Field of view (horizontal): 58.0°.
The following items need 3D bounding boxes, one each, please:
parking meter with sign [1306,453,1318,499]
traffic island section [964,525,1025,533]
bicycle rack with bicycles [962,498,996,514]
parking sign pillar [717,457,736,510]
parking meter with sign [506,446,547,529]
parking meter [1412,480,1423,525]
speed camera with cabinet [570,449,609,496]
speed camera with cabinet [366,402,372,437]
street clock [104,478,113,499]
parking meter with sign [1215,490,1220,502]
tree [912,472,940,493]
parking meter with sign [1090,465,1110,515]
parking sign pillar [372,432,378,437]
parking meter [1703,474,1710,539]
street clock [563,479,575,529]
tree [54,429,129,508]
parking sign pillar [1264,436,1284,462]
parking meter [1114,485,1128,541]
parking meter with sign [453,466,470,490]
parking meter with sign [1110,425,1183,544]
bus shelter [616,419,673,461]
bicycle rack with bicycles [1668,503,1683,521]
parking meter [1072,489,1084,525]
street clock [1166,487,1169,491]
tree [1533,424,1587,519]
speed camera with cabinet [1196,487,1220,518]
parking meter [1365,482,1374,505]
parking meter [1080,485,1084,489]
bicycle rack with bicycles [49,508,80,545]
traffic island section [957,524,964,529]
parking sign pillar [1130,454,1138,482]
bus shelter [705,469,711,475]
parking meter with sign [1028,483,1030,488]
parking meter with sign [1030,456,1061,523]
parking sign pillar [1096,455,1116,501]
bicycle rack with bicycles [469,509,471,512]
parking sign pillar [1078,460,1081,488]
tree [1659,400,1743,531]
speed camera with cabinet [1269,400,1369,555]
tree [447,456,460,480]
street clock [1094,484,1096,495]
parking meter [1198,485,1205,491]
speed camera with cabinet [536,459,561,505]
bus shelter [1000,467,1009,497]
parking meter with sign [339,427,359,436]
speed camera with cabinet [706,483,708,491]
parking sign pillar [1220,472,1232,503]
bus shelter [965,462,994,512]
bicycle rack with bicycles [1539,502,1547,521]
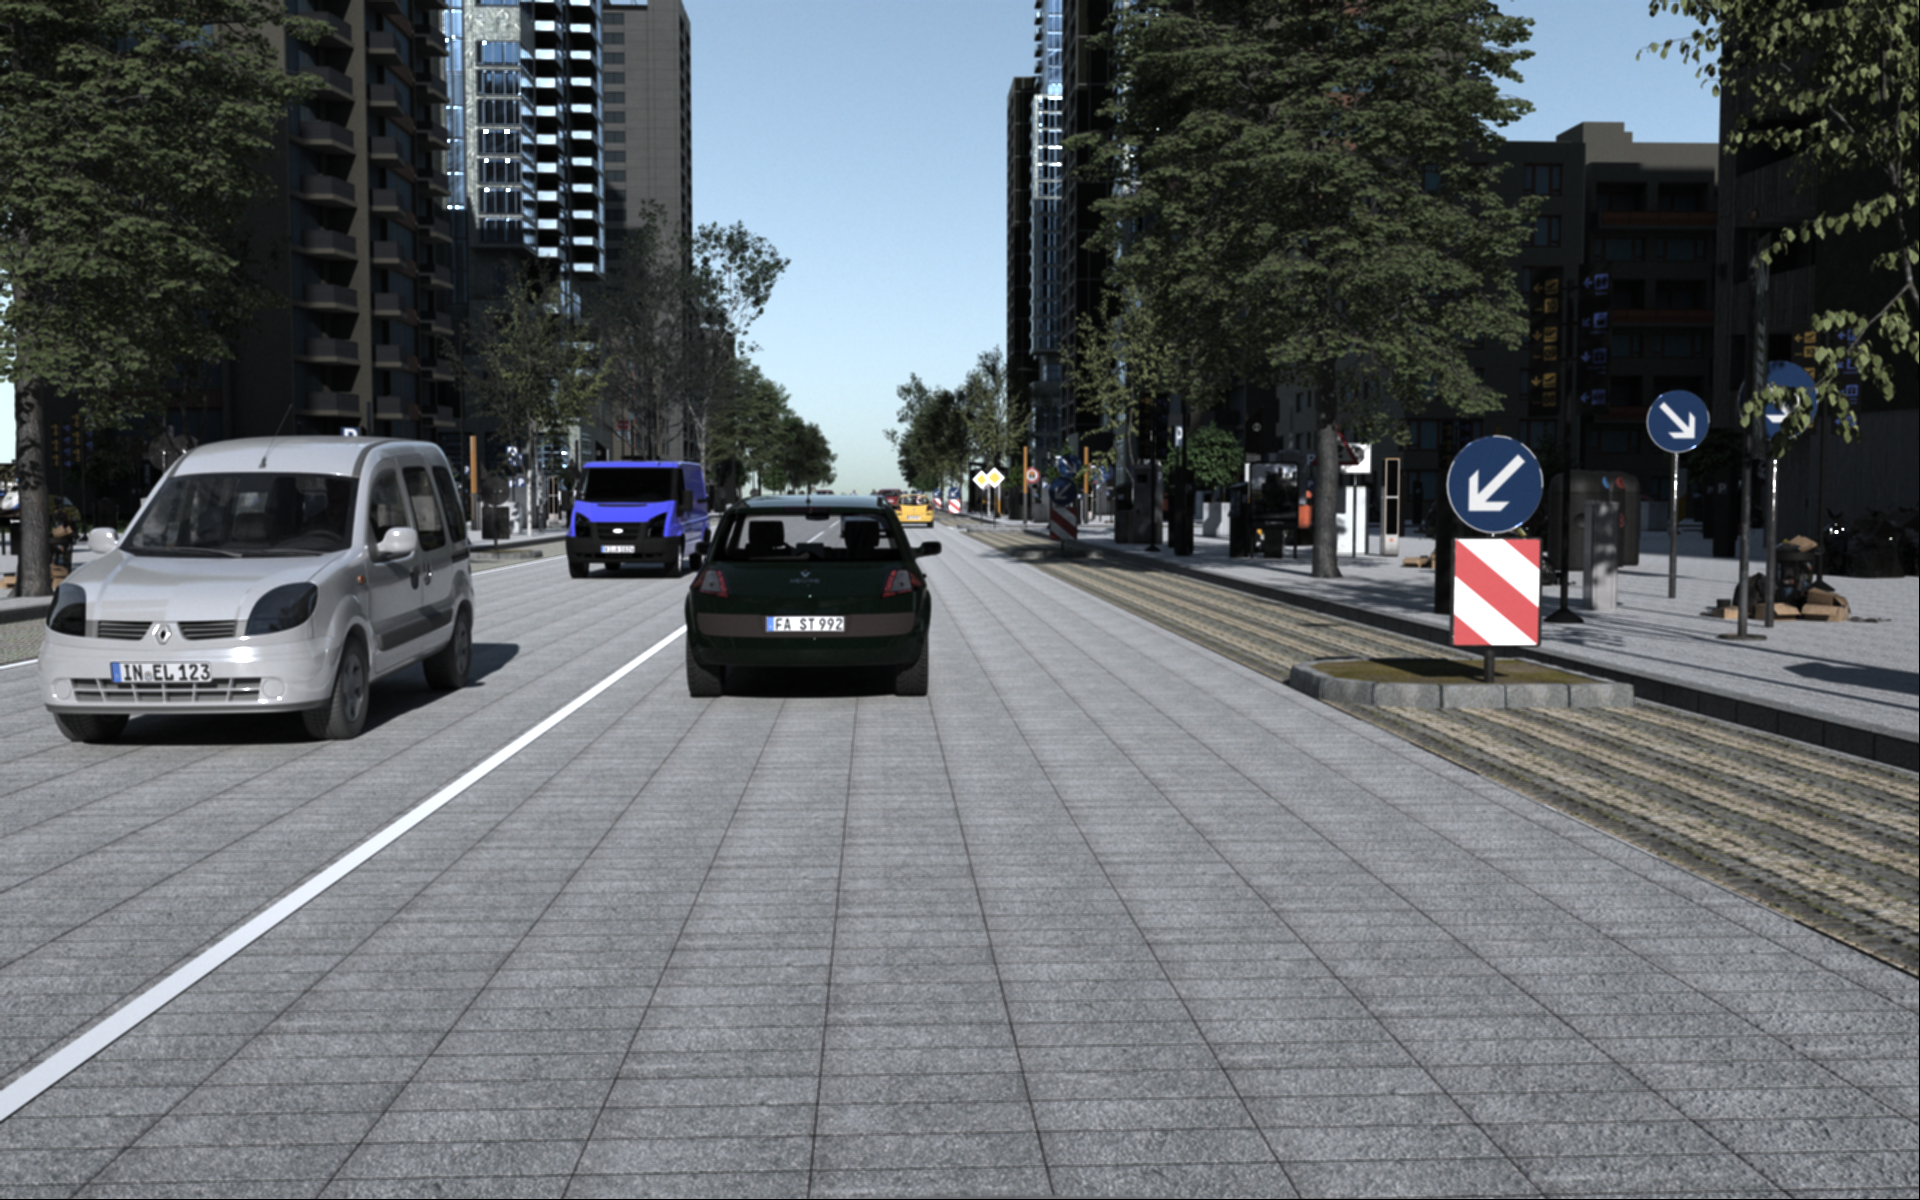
[{"bbox_3d":[14.792,-4.704,73.173,0.543,3.016,1.738,1,4,14],"label":"parking meter with sign"},{"bbox_3d":[1.307,-2.588,64.593,2.009,0.180,2.903,0,4,-3],"label":"traffic island section"},{"bbox_3d":[1.939,-6.095,113.039,2.925,0.926,2.852,1,4,12],"label":"bicycle rack with bicycles"},{"bbox_3d":[-16.652,-8.264,123.581,1.447,3.967,1.447,0,4,0],"label":"parking sign pillar"},{"bbox_3d":[-15.909,-4.126,63.722,0.543,3.016,1.738,1,4,23],"label":"parking meter with sign"},{"bbox_3d":[19.285,-4.115,72.998,0.399,1.863,0.255,0,4,0],"label":"parking meter"},{"bbox_3d":[-16.107,-5.008,76.216,2.038,3.252,0.660,-2,4,-28],"label":"speed camera with cabinet"},{"bbox_3d":[-12.846,-2.583,36.569,0.660,3.252,2.038,2,4,28],"label":"speed camera with cabinet"},{"bbox_3d":[-38.026,-4.454,77.386,0.358,2.002,0.471,0,4,-4],"label":"street clock"},{"bbox_3d":[14.731,-6.227,98.077,0.543,3.016,1.738,1,4,16],"label":"parking meter with sign"},{"bbox_3d":[-4.224,-16.165,248.013,4.285,4.588,4.351,0,3,0],"label":"tree"},{"bbox_3d":[8.541,-6.617,104.455,0.543,3.016,1.738,3,5,39],"label":"parking meter with sign"},{"bbox_3d":[-25.163,-5.343,75.831,1.447,3.967,1.447,1,4,18],"label":"parking sign pillar"},{"bbox_3d":[21.642,-2.699,49.835,0.399,1.863,0.255,3,5,43],"label":"parking meter"},{"bbox_3d":[-14.501,-3.654,64.315,0.358,2.002,0.471,1,4,19],"label":"street clock"},{"bbox_3d":[-41.293,-6.028,82.272,4.285,4.588,4.351,0,3,0],"label":"tree"},{"bbox_3d":[14.409,-5.576,79.632,1.447,3.967,1.447,2,4,33],"label":"parking sign pillar"},{"bbox_3d":[4.396,-2.371,47.172,0.372,1.533,0.369,0,3,0],"label":"parking meter"},{"bbox_3d":[-31.219,-6.800,107.434,1.738,3.016,0.543,2,4,30],"label":"parking meter with sign"},{"bbox_3d":[4.841,-2.954,44.564,1.738,3.016,0.543,2,4,33],"label":"parking meter with sign"},{"bbox_3d":[-17.528,-7.238,95.965,2.179,5.291,8.768,0,4,-3],"label":"bus shelter"},{"bbox_3d":[32.778,-4.245,82.783,2.852,0.926,2.925,-1,4,-8],"label":"bicycle rack with bicycles"},{"bbox_3d":[4.886,-3.923,72.545,0.372,1.533,0.369,0,3,0],"label":"parking meter"},{"bbox_3d":[11.596,-5.560,95.480,0.471,2.002,0.358,3,5,40],"label":"street clock"},{"bbox_3d":[16.310,-3.284,48.292,1.663,3.219,1.824,0,3,0],"label":"tree"},{"bbox_3d":[13.906,-6.152,94.918,2.038,3.252,0.660,-2,4,-30],"label":"speed camera with cabinet"},{"bbox_3d":[18.934,-4.554,80.161,0.399,1.863,0.255,0,4,8],"label":"parking meter"},{"bbox_3d":[7.465,-6.089,105.263,0.255,1.863,0.399,-2,4,-31],"label":"parking meter"},{"bbox_3d":[-23.693,-1.860,43.796,2.852,0.926,2.925,-2,4,-31],"label":"bicycle rack with bicycles"},{"bbox_3d":[0.926,-3.076,72.569,2.009,0.180,2.903,0,4,-3],"label":"traffic island section"},{"bbox_3d":[11.880,-7.812,116.195,1.447,3.967,1.447,-1,4,-17],"label":"parking sign pillar"},{"bbox_3d":[-19.240,-8.038,125.337,2.014,3.302,5.546,0,4,-3],"label":"bus shelter"},{"bbox_3d":[3.825,-5.638,88.435,1.738,3.016,0.543,-1,4,-10],"label":"parking meter with sign"},{"bbox_3d":[3.949,-4.953,77.243,0.543,3.016,1.738,3,4,38],"label":"parking meter with sign"},{"bbox_3d":[9.788,-7.825,116.407,1.447,3.967,1.447,-2,4,-24],"label":"parking sign pillar"},{"bbox_3d":[-37.593,-6.891,126.043,2.925,0.926,2.852,2,4,26],"label":"bicycle rack with bicycles"},{"bbox_3d":[8.983,-8.986,135.389,1.447,3.967,1.447,2,4,29],"label":"parking sign pillar"},{"bbox_3d":[26.208,-4.710,60.723,4.285,4.588,4.351,0,3,0],"label":"tree"},{"bbox_3d":[7.620,-2.595,36.763,2.038,3.252,0.660,0,4,-6],"label":"speed camera with cabinet"},{"bbox_3d":[-23.041,-5.009,76.498,1.663,3.219,1.824,0,3,0],"label":"tree"},{"bbox_3d":[8.404,-6.301,107.583,0.471,2.002,0.358,1,4,23],"label":"street clock"},{"bbox_3d":[15.297,-6.368,109.835,0.399,1.863,0.255,-2,4,-28],"label":"parking meter"},{"bbox_3d":[-21.337,-5.874,90.383,2.038,3.252,0.660,1,4,10],"label":"speed camera with cabinet"},{"bbox_3d":[3.055,-9.395,144.884,1.731,3.624,6.357,0,4,-3],"label":"bus shelter"},{"bbox_3d":[-16.559,-3.022,45.667,1.738,3.016,0.543,3,4,37],"label":"parking meter with sign"},{"bbox_3d":[-19.675,-8.309,130.194,0.660,3.252,2.038,2,4,24],"label":"speed camera with cabinet"},{"bbox_3d":[13.304,-6.002,86.612,1.447,3.967,1.447,0,4,-1],"label":"parking sign pillar"},{"bbox_3d":[1.415,-8.451,129.459,1.731,3.624,6.357,0,4,-3],"label":"bus shelter"},{"bbox_3d":[26.149,-4.077,80.038,2.925,0.926,2.852,-3,5,-39],"label":"bicycle rack with bicycles"}]
